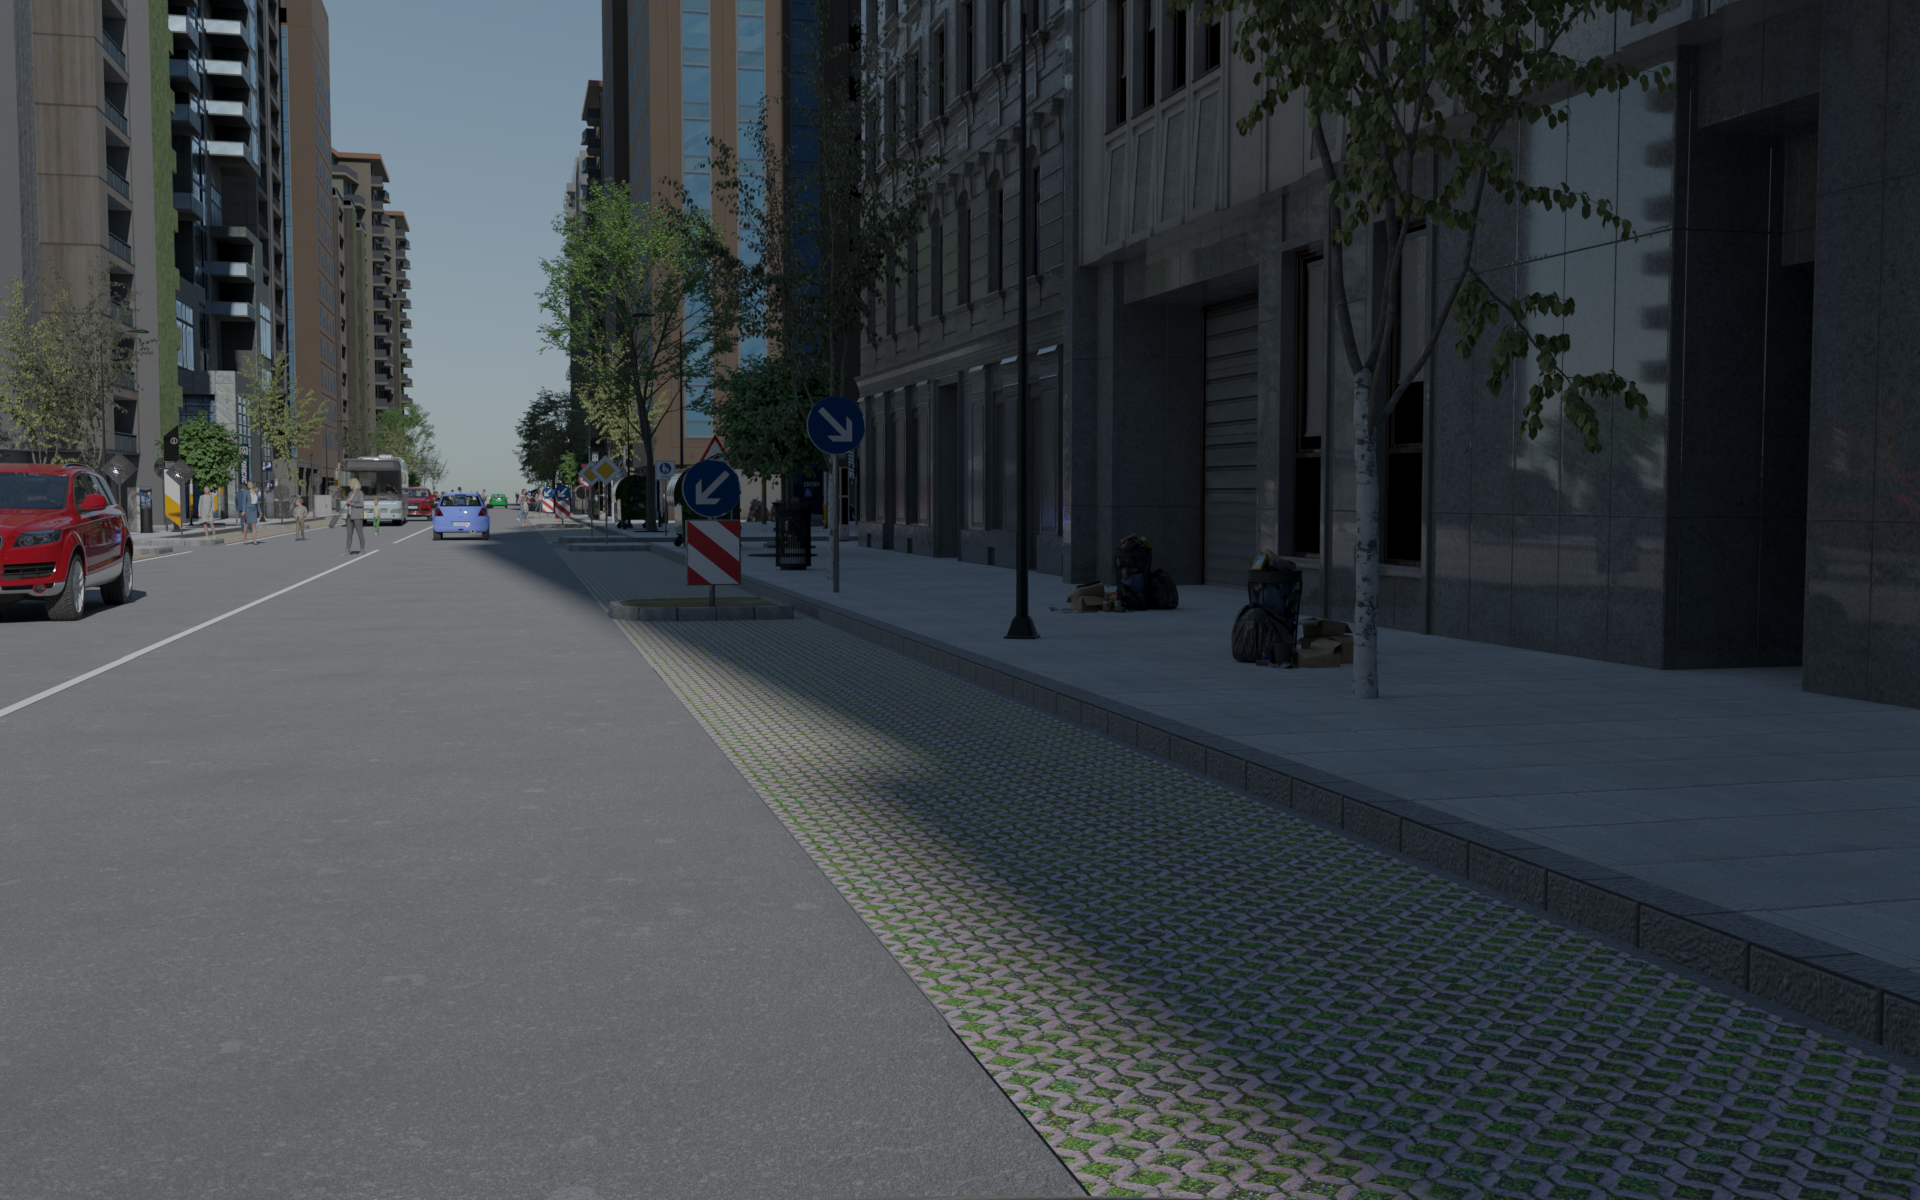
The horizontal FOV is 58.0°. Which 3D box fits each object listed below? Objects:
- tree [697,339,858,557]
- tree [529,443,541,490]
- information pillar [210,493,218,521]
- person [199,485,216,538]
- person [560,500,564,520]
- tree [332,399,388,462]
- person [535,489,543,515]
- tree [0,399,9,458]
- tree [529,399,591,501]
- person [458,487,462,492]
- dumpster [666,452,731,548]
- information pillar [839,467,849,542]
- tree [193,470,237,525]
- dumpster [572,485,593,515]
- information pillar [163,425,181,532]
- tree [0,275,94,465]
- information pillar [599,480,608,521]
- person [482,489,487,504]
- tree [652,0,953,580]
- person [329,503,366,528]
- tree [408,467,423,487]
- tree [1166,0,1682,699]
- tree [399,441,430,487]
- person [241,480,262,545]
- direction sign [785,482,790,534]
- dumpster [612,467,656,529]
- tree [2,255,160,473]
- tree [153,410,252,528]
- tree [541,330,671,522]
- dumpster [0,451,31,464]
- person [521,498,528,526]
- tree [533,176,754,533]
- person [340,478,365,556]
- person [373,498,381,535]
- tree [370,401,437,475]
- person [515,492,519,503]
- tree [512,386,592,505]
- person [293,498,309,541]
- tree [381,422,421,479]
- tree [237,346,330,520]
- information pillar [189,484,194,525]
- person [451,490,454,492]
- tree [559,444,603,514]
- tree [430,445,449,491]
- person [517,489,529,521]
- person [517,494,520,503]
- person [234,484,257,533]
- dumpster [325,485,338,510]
[{"bbox_3d":[-3.751,-3.183,35.762,4.285,4.588,4.351,0,3,0],"label":"tree"},{"bbox_3d":[-46.333,-14.982,195.320,4.737,8.622,4.395,0,3,0],"label":"tree"},{"bbox_3d":[-35.899,-5.608,83.038,0.504,3.616,0.183,-3,5,-44],"label":"information pillar"},{"bbox_3d":[-23.361,-2.707,53.767,0.512,1.701,0.522,-1,4,-14],"label":"person"},{"bbox_3d":[-21.805,-4.998,94.885,0.362,1.253,0.373,3,5,41],"label":"person"},{"bbox_3d":[-47.078,-11.317,135.398,4.360,8.622,3.978,0,3,0],"label":"tree"},{"bbox_3d":[-28.387,-6.575,116.599,0.593,1.750,0.643,-3,4,-36],"label":"person"},{"bbox_3d":[-21.572,-3.180,35.709,4.285,4.588,4.351,0,3,0],"label":"tree"},{"bbox_3d":[-30.266,-11.182,133.183,4.360,8.622,3.978,0,3,0],"label":"tree"},{"bbox_3d":[-25.068,-4.793,87.055,0.721,1.800,0.419,-2,4,-27],"label":"person"},{"bbox_3d":[-6.186,-2.383,41.459,1.502,2.255,1.985,-1,4,-15],"label":"dumpster"},{"bbox_3d":[-3.199,-2.584,46.734,0.304,2.012,0.304,-3,5,-42],"label":"information pillar"},{"bbox_3d":[-31.597,-4.783,72.804,1.663,3.219,1.824,0,3,0],"label":"tree"},{"bbox_3d":[-23.346,-6.216,107.393,1.264,1.857,1.865,-1,4,-15],"label":"dumpster"},{"bbox_3d":[-26.470,-4.090,58.228,0.504,3.616,0.183,-1,4,-22],"label":"information pillar"},{"bbox_3d":[-30.974,-6.593,58.164,4.737,8.622,4.395,0,3,0],"label":"tree"},{"bbox_3d":[-17.142,-4.815,83.219,0.304,2.012,0.304,2,4,24],"label":"information pillar"},{"bbox_3d":[-39.437,-8.290,143.901,0.599,1.838,0.709,-1,4,-13],"label":"person"},{"bbox_3d":[-2.099,-4.614,25.803,4.360,8.622,3.978,0,3,0],"label":"tree"},{"bbox_3d":[-25.773,-3.922,72.841,1.509,1.804,0.699,-2,4,-27],"label":"person"},{"bbox_3d":[-65.835,-13.653,206.941,4.285,4.588,4.351,0,3,0],"label":"tree"},{"bbox_3d":[2.582,-3.674,10.439,4.737,8.622,4.395,0,3,0],"label":"tree"},{"bbox_3d":[-68.716,-16.245,215.966,4.360,8.622,3.978,0,3,0],"label":"tree"},{"bbox_3d":[-20.048,-2.473,48.965,0.581,1.822,0.654,-3,4,-37],"label":"person"},{"bbox_3d":[-5.488,-3.888,55.573,0.379,3.537,0.876,-2,4,-27],"label":"direction sign"},{"bbox_3d":[-11.919,-3.725,63.401,1.502,2.255,1.985,-1,4,-15],"label":"dumpster"},{"bbox_3d":[-26.524,-6.242,52.427,4.360,8.622,3.978,0,3,0],"label":"tree"},{"bbox_3d":[-28.761,-5.037,66.063,4.285,4.588,4.351,0,3,0],"label":"tree"},{"bbox_3d":[-15.515,-7.825,78.296,4.737,8.622,4.395,0,3,0],"label":"tree"},{"bbox_3d":[-21.682,-2.244,39.186,1.502,2.255,1.985,-1,4,-15],"label":"dumpster"},{"bbox_3d":[-19.734,-3.997,78.538,0.352,1.250,0.332,0,4,8],"label":"person"},{"bbox_3d":[-10.526,-8.079,57.851,9.928,11.665,9.643,0,3,0],"label":"tree"},{"bbox_3d":[-14.099,-1.933,40.286,0.537,1.800,0.526,3,5,40],"label":"person"},{"bbox_3d":[-20.395,-2.927,60.611,0.306,1.304,0.590,0,4,2],"label":"person"},{"bbox_3d":[-61.641,-16.269,191.747,9.928,11.665,9.643,0,3,0],"label":"tree"},{"bbox_3d":[-68.140,-15.727,266.454,0.721,1.723,1.217,1,4,11],"label":"person"},{"bbox_3d":[-48.317,-18.308,205.985,9.857,13.997,8.962,0,3,0],"label":"tree"},{"bbox_3d":[-20.273,-2.476,53.249,0.475,1.303,0.640,-1,4,-11],"label":"person"},{"bbox_3d":[-57.708,-13.907,177.745,4.737,8.622,4.395,0,3,0],"label":"tree"},{"bbox_3d":[-34.096,-8.345,86.809,4.737,8.622,4.395,0,3,0],"label":"tree"},{"bbox_3d":[-31.582,-4.876,71.078,0.183,3.616,0.504,-2,4,-29],"label":"information pillar"},{"bbox_3d":[-44.298,-8.735,151.313,0.705,1.824,1.348,-2,4,-28],"label":"person"},{"bbox_3d":[-24.615,-7.930,113.364,4.285,4.588,4.351,0,3,0],"label":"tree"},{"bbox_3d":[-74.909,-17.840,242.043,4.360,8.622,3.978,0,3,0],"label":"tree"},{"bbox_3d":[-23.376,-5.088,92.529,0.643,1.720,0.563,-1,4,-8],"label":"person"},{"bbox_3d":[-70.988,-16.444,278.279,0.530,1.710,0.541,-3,5,-43],"label":"person"},{"bbox_3d":[-26.136,-3.340,63.292,0.721,1.800,0.419,0,4,3],"label":"person"},{"bbox_3d":[-41.508,-6.685,115.062,1.264,1.857,1.865,-1,4,-14],"label":"dumpster"}]
